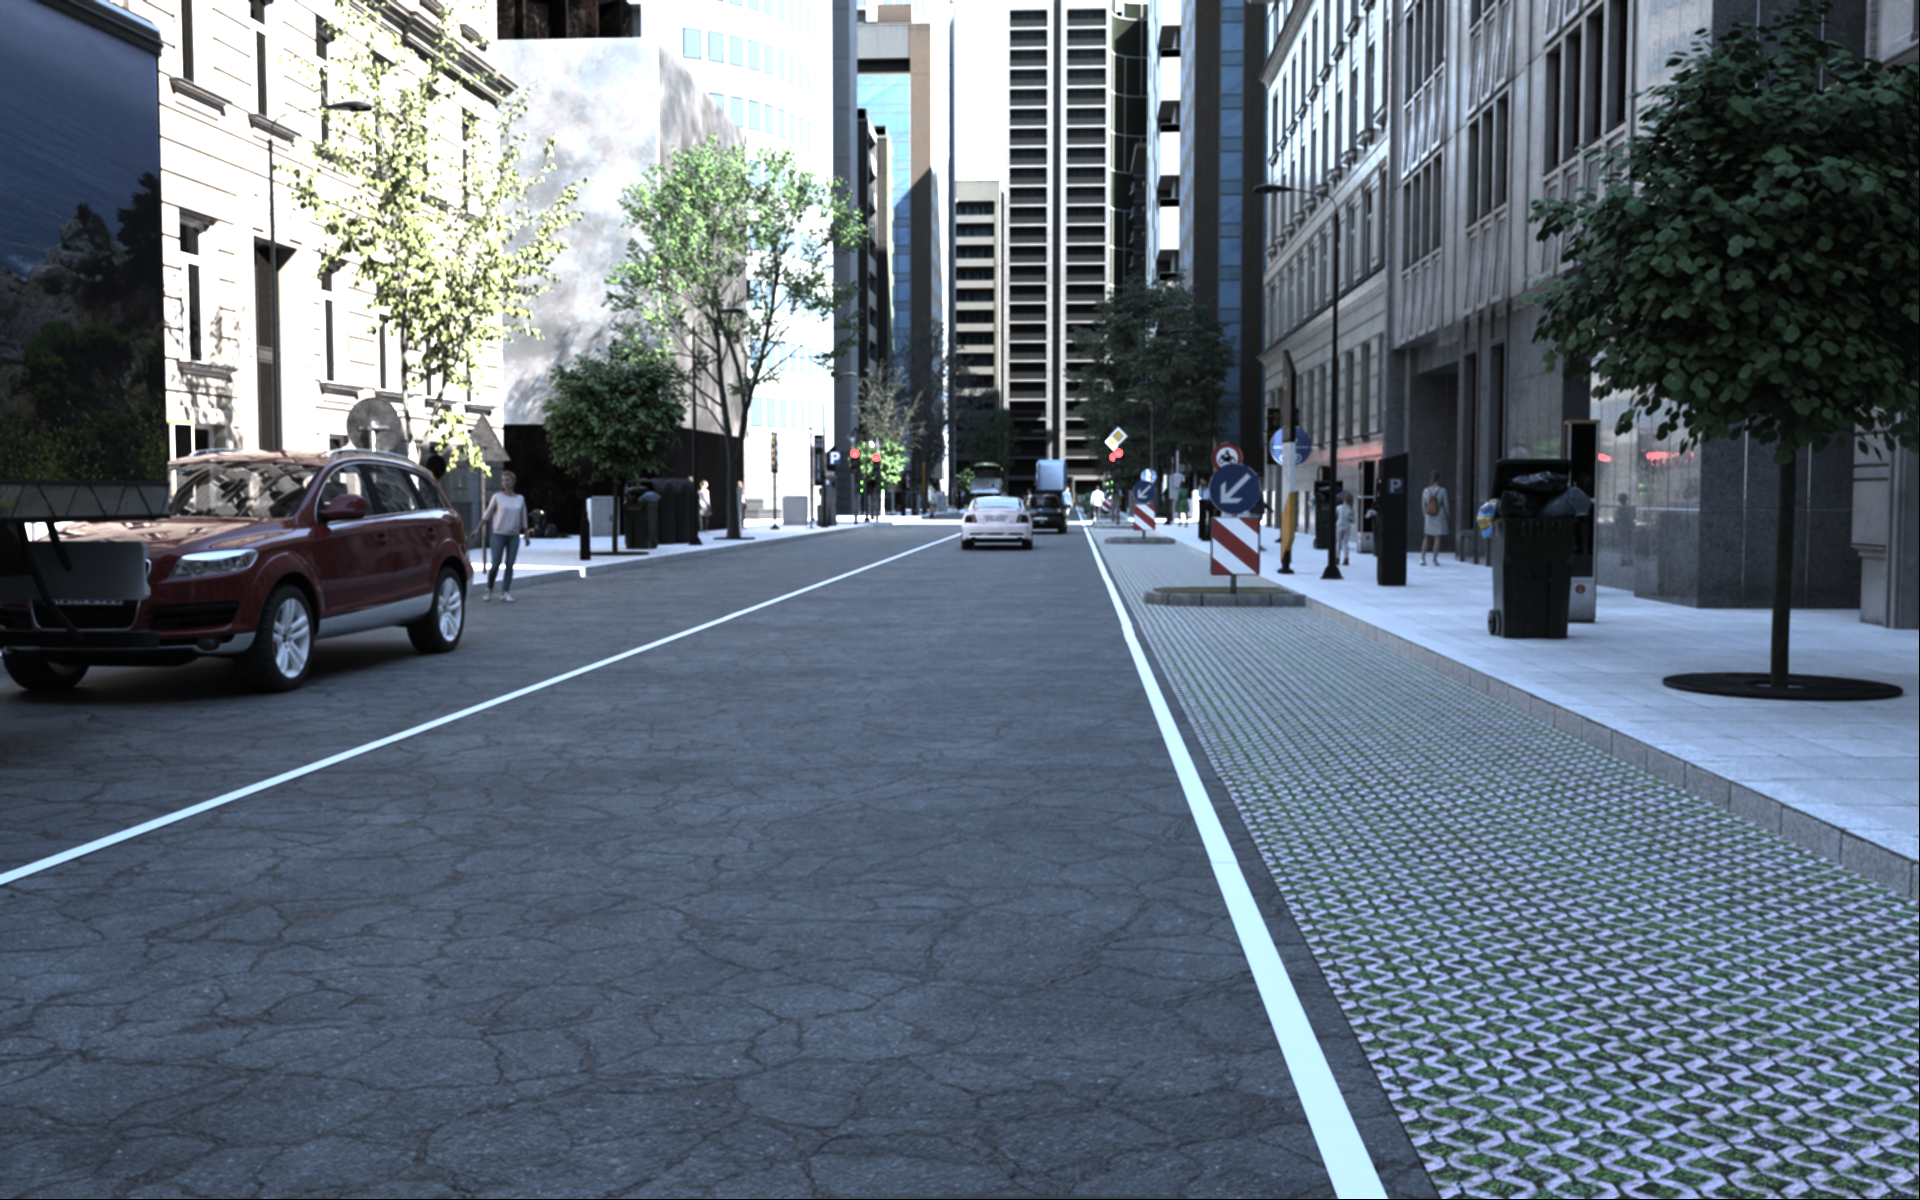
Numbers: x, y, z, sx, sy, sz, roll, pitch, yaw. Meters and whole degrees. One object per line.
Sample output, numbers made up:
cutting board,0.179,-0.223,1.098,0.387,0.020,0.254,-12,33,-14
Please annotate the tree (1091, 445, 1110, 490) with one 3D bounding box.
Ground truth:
tree,17.992,-16.240,215.880,4.360,8.622,3.978,0,3,0

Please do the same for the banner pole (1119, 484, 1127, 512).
banner pole,11.578,-8.083,122.175,0.863,3.779,0.401,3,5,40

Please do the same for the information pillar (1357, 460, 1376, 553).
information pillar,8.791,-2.017,37.473,0.304,2.012,0.304,0,4,-5

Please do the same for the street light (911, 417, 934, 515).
street light,-2.249,-8.072,104.515,1.470,5.913,1.316,0,4,4

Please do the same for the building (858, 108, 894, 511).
building,-12.675,-21.941,130.441,14.160,30.474,14.107,0,4,4

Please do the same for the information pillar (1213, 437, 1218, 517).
information pillar,10.437,-4.852,70.682,0.183,3.616,0.504,-1,4,-15

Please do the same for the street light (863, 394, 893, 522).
street light,-3.808,-6.618,80.748,1.470,5.913,1.316,0,4,4

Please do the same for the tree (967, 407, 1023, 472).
tree,3.842,-17.079,204.990,9.928,11.665,9.643,0,3,0

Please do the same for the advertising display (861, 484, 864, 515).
advertising display,-6.121,-6.324,108.608,0.123,1.923,0.974,-1,4,-9

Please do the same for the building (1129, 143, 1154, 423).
building,31.999,-34.104,212.221,22.147,44.769,28.867,0,4,4

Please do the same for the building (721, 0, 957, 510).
building,-11.818,-39.340,185.203,21.231,58.520,28.212,0,4,4

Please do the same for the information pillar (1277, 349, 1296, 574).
information pillar,5.283,-2.233,27.863,0.183,3.616,0.504,0,4,-5

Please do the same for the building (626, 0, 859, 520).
building,-17.890,-33.939,96.909,21.231,58.520,28.212,0,4,4

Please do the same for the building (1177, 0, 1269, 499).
building,21.167,-28.054,108.792,14.600,45.320,14.200,0,4,4

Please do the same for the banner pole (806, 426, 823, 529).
banner pole,-5.362,-4.543,64.288,0.401,3.779,0.863,3,5,41

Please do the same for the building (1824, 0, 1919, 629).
building,13.319,-10.426,6.614,11.583,22.565,21.152,0,4,4

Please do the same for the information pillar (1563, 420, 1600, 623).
information pillar,6.197,-0.785,17.321,0.304,2.012,0.304,1,4,12

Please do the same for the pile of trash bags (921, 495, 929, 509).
pile of trash bags,-2.732,-8.854,154.513,1.912,1.369,3.447,-1,4,-19

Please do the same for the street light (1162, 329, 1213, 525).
street light,6.566,-4.673,48.947,1.470,5.913,1.316,0,4,4

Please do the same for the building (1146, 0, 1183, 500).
building,28.783,-33.498,136.931,28.713,52.752,27.495,0,4,4

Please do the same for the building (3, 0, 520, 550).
building,-17.462,-14.226,29.855,12.463,27.353,25.104,0,4,4

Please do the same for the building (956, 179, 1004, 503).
building,-4.168,-38.516,253.442,21.600,48.544,21.300,0,4,4

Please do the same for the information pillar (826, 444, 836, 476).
information pillar,-6.037,-5.506,81.370,0.504,3.616,0.183,1,4,14

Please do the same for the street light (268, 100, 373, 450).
street light,-7.618,-2.939,20.599,1.470,5.913,1.316,0,4,4

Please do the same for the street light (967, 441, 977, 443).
street light,0.796,-10.976,152.001,1.470,5.913,1.316,0,4,4

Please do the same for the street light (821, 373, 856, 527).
street light,-4.670,-5.741,66.402,1.470,5.913,1.316,0,4,4

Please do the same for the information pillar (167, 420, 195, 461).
information pillar,-7.927,-0.794,17.467,0.304,2.012,0.304,1,4,19

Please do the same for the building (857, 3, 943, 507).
building,-9.018,-31.390,163.338,14.600,45.320,14.200,0,4,4

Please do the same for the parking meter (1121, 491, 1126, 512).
parking meter,11.691,-7.039,123.494,0.372,1.533,0.369,0,3,0

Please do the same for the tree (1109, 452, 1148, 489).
tree,11.628,-8.025,114.926,4.285,4.588,4.351,0,3,0

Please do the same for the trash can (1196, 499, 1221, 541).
trash can,6.861,-2.199,47.606,0.748,1.137,0.748,0,3,0

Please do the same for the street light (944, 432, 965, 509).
street light,-0.624,-9.536,128.456,1.470,5.913,1.316,0,4,4

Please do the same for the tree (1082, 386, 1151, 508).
tree,15.166,-14.500,162.827,9.928,11.665,9.643,0,3,0

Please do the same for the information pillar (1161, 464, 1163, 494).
information pillar,14.484,-8.135,124.369,0.183,3.616,0.504,2,4,24

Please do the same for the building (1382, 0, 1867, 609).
building,14.891,-12.853,28.167,12.078,24.808,19.932,0,4,4

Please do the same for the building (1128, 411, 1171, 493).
building,29.500,-53.119,181.167,22.319,86.520,31.000,0,4,4

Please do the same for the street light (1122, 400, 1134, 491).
street light,8.863,-6.890,85.198,1.470,5.913,1.316,0,4,4

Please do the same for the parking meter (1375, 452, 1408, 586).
parking meter,6.049,-1.136,24.285,0.399,1.863,0.255,0,4,-2

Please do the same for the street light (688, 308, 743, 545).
street light,-6.125,-4.335,43.425,1.470,5.913,1.316,0,4,4

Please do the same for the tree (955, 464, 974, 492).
tree,1.278,-12.378,186.089,4.285,4.588,4.351,0,3,0

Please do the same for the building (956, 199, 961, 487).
building,-13.601,-34.447,217.838,28.867,44.769,22.147,0,4,4

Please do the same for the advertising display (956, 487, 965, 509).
advertising display,0.042,-9.071,153.528,0.974,1.923,0.123,-3,5,-42

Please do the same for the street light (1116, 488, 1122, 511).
street light,10.322,-8.287,108.027,1.470,5.913,1.316,0,4,4

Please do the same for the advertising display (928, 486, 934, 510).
advertising display,-2.288,-8.053,136.881,0.123,1.923,0.974,-1,4,-20

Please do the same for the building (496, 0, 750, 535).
building,-17.071,-11.916,62.283,16.811,18.784,16.820,0,4,4

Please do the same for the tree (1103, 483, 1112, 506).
tree,18.000,-12.807,203.992,1.663,3.219,1.824,0,3,0

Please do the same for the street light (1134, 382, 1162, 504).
street light,8.115,-6.081,71.963,1.470,5.913,1.316,0,4,4

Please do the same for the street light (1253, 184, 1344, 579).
street light,5.098,-3.277,26.118,1.470,5.913,1.316,0,4,4

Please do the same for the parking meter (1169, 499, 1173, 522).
parking meter,9.806,-4.565,80.343,0.255,1.863,0.399,2,4,24

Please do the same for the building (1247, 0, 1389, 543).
building,18.277,-13.439,53.008,16.112,22.955,30.059,0,4,4

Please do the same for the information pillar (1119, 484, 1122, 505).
information pillar,12.170,-8.609,132.103,0.504,3.616,0.183,1,4,12

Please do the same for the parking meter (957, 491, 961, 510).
parking meter,-0.099,-8.177,142.102,0.372,1.533,0.369,0,3,0

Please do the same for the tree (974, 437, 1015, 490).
tree,4.184,-17.294,233.113,4.737,8.622,4.395,0,3,0
